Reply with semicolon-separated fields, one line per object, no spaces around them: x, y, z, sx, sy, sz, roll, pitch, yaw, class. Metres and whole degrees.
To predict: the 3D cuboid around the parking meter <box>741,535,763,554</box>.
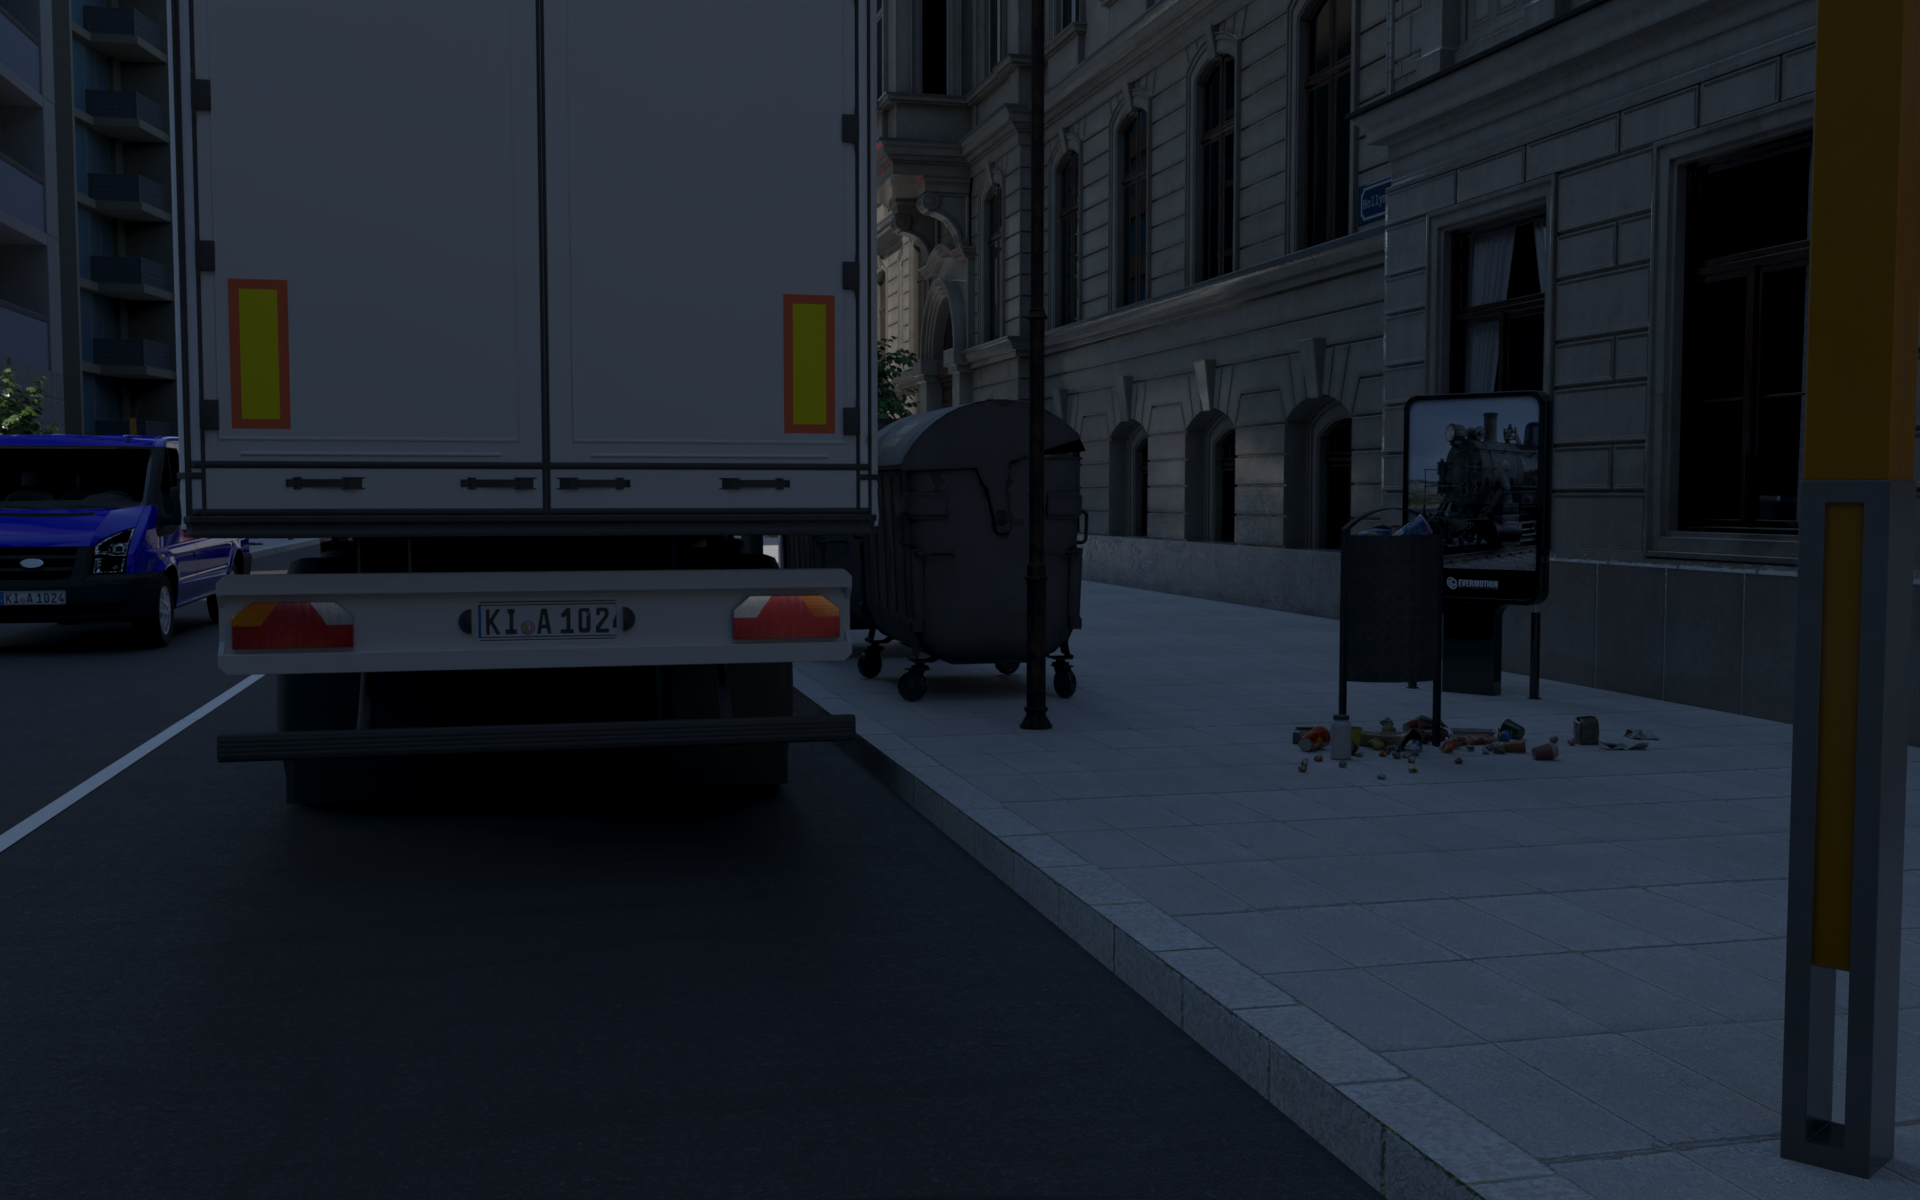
-3.427;-1.231;28.532;0.372;1.533;0.369;0;3;0;parking meter

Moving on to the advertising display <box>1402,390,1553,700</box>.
3.290;-0.359;11.089;0.974;1.923;0.123;3;5;44;advertising display

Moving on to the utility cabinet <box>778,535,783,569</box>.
-1.353;-0.410;17.861;1.020;1.237;0.306;-1;4;-10;utility cabinet

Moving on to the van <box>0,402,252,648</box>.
-8.733;-0.816;17.719;2.240;2.365;5.245;-1;4;-13;van

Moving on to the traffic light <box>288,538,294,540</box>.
-18.724;-3.637;48.385;0.839;4.253;0.868;-1;4;-14;traffic light

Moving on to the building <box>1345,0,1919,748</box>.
10.121;-8.674;6.451;10.561;19.102;19.286;-1;4;-14;building

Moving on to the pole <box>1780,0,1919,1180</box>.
1.695;-0.575;3.246;0.158;3.312;0.155;0;3;0;pole

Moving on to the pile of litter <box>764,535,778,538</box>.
-4.899;-2.287;51.357;1.719;0.858;1.176;1;4;9;pile of litter

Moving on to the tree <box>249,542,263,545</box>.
-18.015;-2.995;43.564;1.663;3.219;1.824;0;3;0;tree

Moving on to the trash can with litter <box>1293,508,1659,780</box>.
2.575;0.145;8.680;2.233;1.210;1.678;-1;4;-9;trash can with litter

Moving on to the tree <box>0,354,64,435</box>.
-13.089;-1.806;24.134;1.663;3.219;1.824;0;3;0;tree

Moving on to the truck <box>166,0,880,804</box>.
-2.832;-1.382;11.517;2.839;4.237;11.283;-1;4;-14;truck

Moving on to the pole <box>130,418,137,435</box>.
-22.281;-3.236;46.757;0.158;3.312;0.155;0;3;0;pole

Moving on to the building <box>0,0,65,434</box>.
-32.887;-29.853;30.093;28.212;58.520;21.231;-1;4;-14;building

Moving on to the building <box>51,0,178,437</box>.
-40.670;-25.420;70.249;22.147;44.769;28.867;-1;4;-14;building

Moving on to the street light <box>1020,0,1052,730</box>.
0.417;-2.234;9.320;0.468;5.910;1.993;-1;4;-14;street light

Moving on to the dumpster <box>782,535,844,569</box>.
-0.782;-0.515;14.179;1.264;1.857;1.865;-1;4;-14;dumpster

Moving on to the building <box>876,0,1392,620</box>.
5.184;-13.084;33.000;14.460;24.649;34.723;-1;4;-14;building

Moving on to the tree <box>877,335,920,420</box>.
-2.328;-2.546;25.341;4.285;4.588;4.351;0;3;0;tree

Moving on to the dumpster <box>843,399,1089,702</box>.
0.037;-0.348;11.447;1.264;1.857;1.865;-1;4;-14;dumpster
